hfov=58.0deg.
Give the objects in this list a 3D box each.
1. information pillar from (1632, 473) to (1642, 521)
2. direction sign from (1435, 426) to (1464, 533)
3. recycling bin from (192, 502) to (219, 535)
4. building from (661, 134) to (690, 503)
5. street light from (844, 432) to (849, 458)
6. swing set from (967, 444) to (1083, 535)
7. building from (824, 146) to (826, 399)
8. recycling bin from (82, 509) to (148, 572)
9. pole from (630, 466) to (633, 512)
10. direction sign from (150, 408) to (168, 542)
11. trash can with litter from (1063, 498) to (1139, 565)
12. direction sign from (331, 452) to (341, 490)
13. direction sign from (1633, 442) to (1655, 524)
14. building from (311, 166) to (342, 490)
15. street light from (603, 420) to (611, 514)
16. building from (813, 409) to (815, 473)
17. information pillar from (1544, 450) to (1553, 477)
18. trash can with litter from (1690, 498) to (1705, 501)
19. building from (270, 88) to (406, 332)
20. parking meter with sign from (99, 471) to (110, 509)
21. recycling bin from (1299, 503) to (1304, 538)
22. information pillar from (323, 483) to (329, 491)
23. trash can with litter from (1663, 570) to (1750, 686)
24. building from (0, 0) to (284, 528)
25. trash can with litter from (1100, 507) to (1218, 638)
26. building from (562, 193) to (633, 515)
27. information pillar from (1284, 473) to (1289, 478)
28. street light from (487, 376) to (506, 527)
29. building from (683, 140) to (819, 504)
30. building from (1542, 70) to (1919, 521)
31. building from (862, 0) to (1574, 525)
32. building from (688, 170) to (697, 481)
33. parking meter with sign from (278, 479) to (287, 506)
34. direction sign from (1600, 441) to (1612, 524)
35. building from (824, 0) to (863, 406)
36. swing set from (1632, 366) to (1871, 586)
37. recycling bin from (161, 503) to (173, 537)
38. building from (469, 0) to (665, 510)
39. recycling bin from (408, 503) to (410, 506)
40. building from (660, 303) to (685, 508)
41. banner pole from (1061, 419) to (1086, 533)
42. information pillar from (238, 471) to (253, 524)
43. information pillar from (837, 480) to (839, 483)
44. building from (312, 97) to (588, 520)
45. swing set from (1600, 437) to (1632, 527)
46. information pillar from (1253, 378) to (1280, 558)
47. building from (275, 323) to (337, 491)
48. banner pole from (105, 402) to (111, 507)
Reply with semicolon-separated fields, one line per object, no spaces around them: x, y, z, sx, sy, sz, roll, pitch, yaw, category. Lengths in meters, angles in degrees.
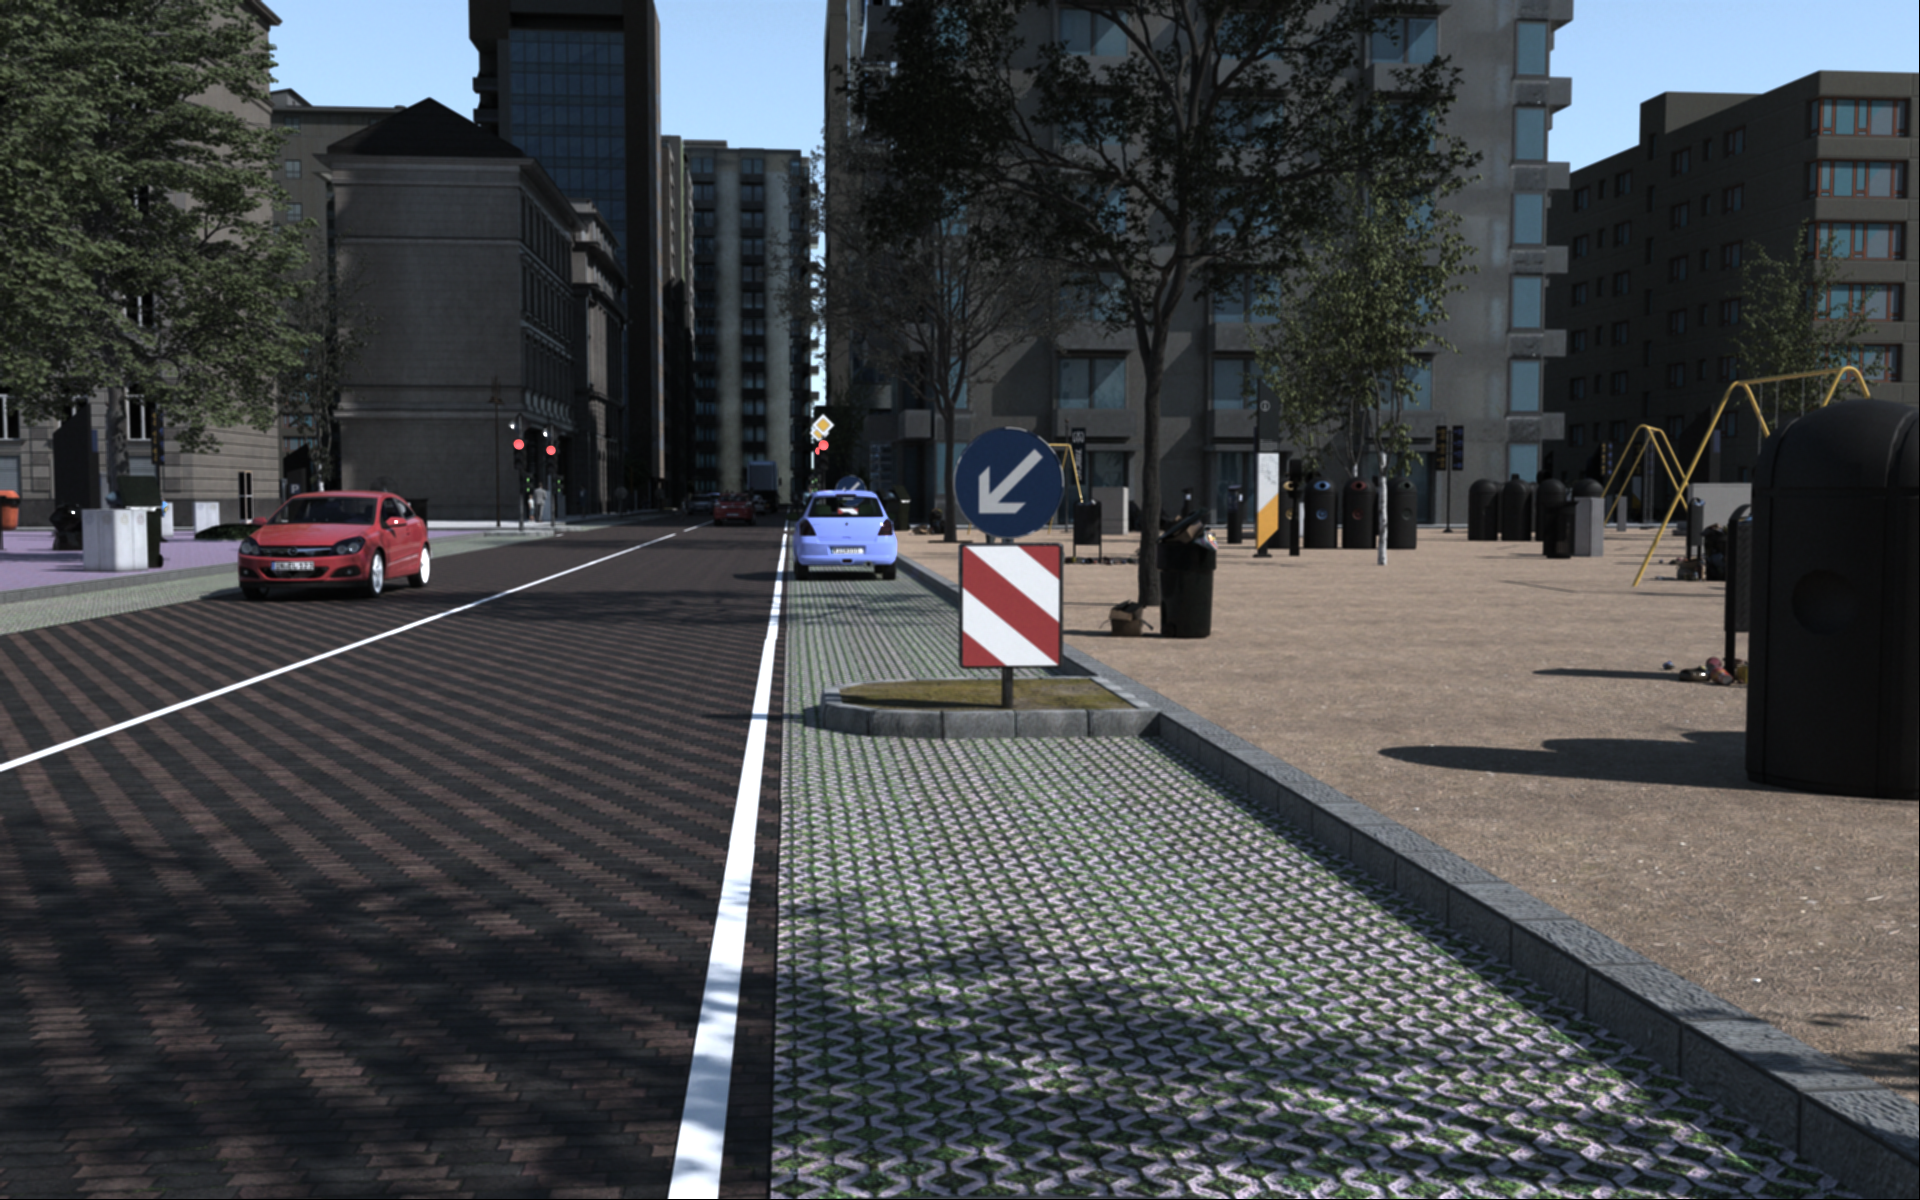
31.887;-5.517;81.555;0.504;3.616;0.183;-2;4;-23;information pillar
16.214;-4.002;57.435;0.876;3.537;0.379;1;4;17;direction sign
-23.894;-2.589;54.880;0.722;1.027;0.722;-2;4;-29;recycling bin
-37.877;-31.055;191.348;14.154;41.232;14.086;0;4;-6;building
-6.688;-7.859;101.288;0.468;5.910;1.993;0;4;-6;street light
1.995;-3.434;53.758;3.119;2.851;2.862;-1;4;-23;swing set
-3.249;-32.448;185.145;22.147;44.769;28.867;0;4;-6;building
-14.047;-0.993;28.797;0.722;1.027;0.722;1;4;17;recycling bin
-23.692;-8.017;124.919;0.158;3.312;0.155;0;3;0;pole
-21.298;-3.304;46.023;0.379;3.537;0.876;0;4;-6;direction sign
2.676;-1.264;31.728;2.233;1.210;1.678;1;4;22;trash can with litter
-33.659;-6.214;93.599;0.876;3.537;0.379;2;4;30;direction sign
29.544;-5.069;74.876;0.876;3.537;0.379;3;4;37;direction sign
-58.124;-31.043;199.438;23.993;40.220;32.217;0;4;-6;building
-22.122;-8.324;108.888;0.468;5.910;1.993;0;4;-6;street light
1.084;-49.361;119.729;22.319;86.520;31.000;0;4;-6;building
31.497;-6.201;92.748;0.183;3.616;0.504;-3;5;-43;information pillar
13.716;-1.265;31.735;1.678;1.210;2.233;3;5;43;trash can with litter
-78.043;-39.470;234.576;27.495;52.752;28.713;0;4;-6;building
-28.836;-3.795;58.308;0.543;3.016;1.738;0;4;7;parking meter with sign
9.903;-2.371;51.315;0.722;1.027;0.722;-1;4;-21;recycling bin
-41.327;-6.632;112.923;0.304;2.012;0.304;-2;4;-31;information pillar
5.790;-0.063;12.092;2.233;1.210;1.678;-3;5;-41;trash can with litter
-42.203;-16.720;70.641;25.104;27.353;12.463;0;4;-6;building
1.784;-0.253;15.527;1.055;1.170;0.624;1;4;9;trash can with litter
-30.019;-16.893;118.003;13.314;21.916;24.055;0;4;-6;building
11.412;-3.387;59.867;0.304;2.012;0.304;-1;4;-17;information pillar
-18.058;-5.798;67.593;0.468;5.910;1.993;0;4;-6;street light
-34.641;-37.759;236.960;30.456;49.044;23.786;0;4;-6;building
48.045;-14.745;86.126;28.899;21.520;27.650;0;4;-6;building
10.721;-28.149;79.845;30.456;49.044;23.786;0;4;-6;building
-39.124;-32.132;208.953;14.086;41.232;14.154;0;4;-6;building
-35.326;-5.720;89.783;1.738;3.016;0.543;-1;4;-12;parking meter with sign
27.685;-5.030;74.243;0.876;3.537;0.379;-3;5;-40;direction sign
-1.520;-32.768;159.466;21.300;48.544;21.600;0;4;-6;building
10.830;-1.524;22.546;2.862;2.851;3.119;0;4;-2;swing set
-23.835;-2.380;51.467;0.722;1.027;0.722;-2;4;-34;recycling bin
-33.041;-30.484;148.529;14.600;45.320;14.200;0;4;-6;building
-16.508;-2.318;50.455;0.722;1.027;0.722;1;4;19;recycling bin
-41.942;-19.875;169.999;27.650;21.520;28.899;0;4;-6;building
3.782;-4.138;57.668;0.863;3.779;0.401;1;4;10;banner pole
-23.241;-3.172;56.357;0.304;2.012;0.304;1;4;22;information pillar
-6.367;-5.380;92.456;0.304;2.012;0.304;-1;4;-22;information pillar
-26.118;-14.382;86.055;10.553;20.767;40.483;0;4;-6;building
16.092;-2.618;40.427;2.862;2.851;3.119;2;4;28;swing set
6.218;-2.674;35.077;0.504;3.616;0.183;-1;4;-21;information pillar
-84.713;-21.652;199.043;28.899;21.520;27.650;0;4;-6;building
-23.228;-3.501;47.262;0.401;3.779;0.863;-2;4;-33;banner pole
